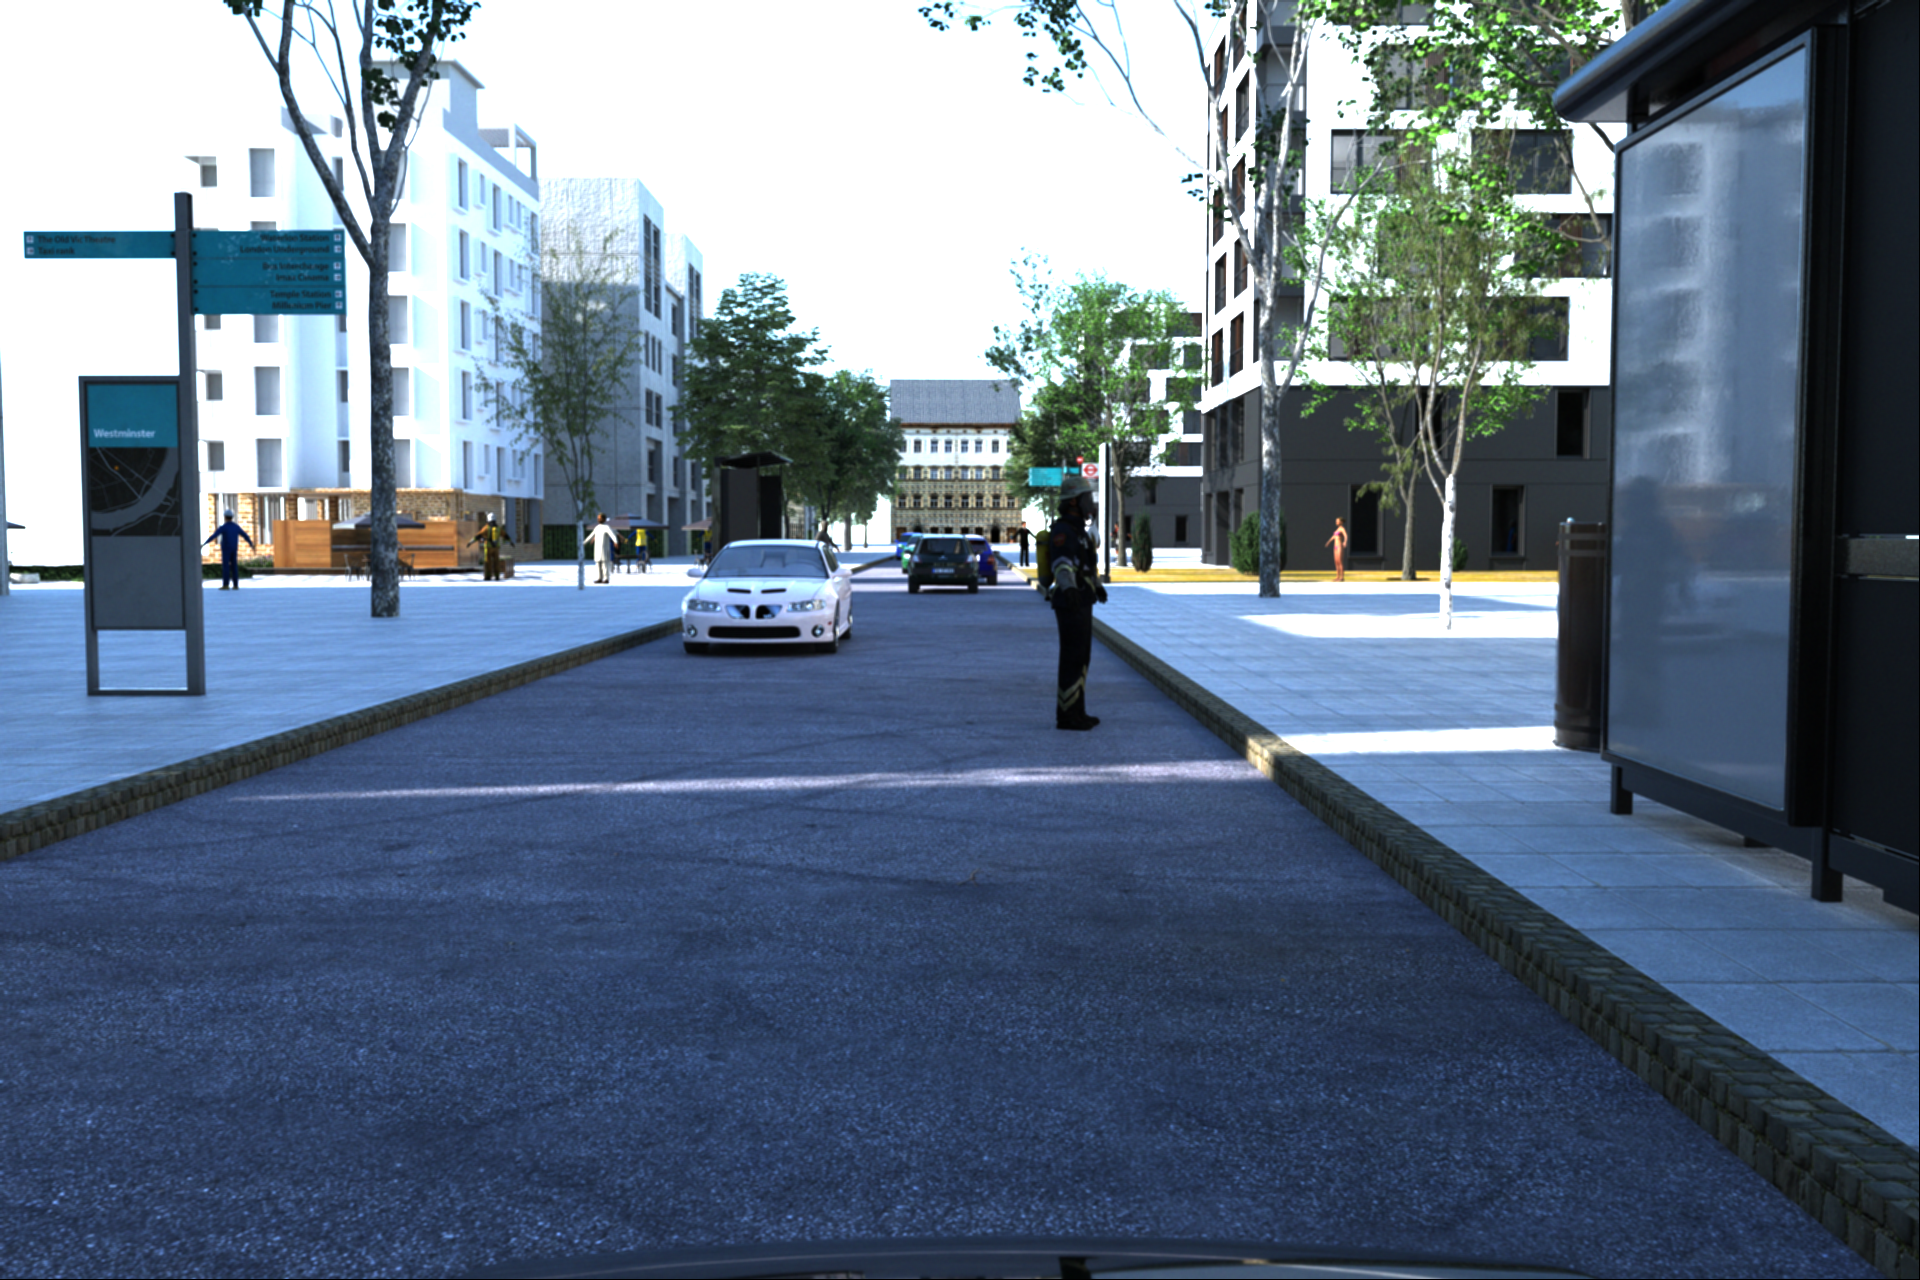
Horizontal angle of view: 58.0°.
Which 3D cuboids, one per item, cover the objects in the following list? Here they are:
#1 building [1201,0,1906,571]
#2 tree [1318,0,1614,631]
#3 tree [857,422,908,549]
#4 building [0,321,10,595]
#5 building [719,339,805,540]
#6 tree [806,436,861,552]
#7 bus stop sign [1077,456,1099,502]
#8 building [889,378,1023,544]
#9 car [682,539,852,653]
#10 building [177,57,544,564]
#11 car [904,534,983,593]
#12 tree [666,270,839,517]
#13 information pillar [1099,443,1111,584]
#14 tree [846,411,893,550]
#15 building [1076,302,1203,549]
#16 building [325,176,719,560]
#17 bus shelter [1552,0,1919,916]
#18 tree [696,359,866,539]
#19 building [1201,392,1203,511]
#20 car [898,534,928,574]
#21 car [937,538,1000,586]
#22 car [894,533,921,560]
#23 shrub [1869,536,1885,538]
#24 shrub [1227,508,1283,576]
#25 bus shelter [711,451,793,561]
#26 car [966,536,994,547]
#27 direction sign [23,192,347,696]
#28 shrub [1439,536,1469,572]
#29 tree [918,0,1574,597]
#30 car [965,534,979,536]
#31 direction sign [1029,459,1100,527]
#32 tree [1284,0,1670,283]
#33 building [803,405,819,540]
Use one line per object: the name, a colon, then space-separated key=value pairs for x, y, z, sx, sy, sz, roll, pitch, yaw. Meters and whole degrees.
building: x=24.220 y=-14.166 z=75.590 sx=27.936 sy=21.610 sz=32.646 roll=0 pitch=3 yaw=0
tree: x=6.296 y=-4.420 z=22.623 sx=4.360 sy=8.622 sz=3.978 roll=0 pitch=3 yaw=0
tree: x=-8.360 y=-13.818 z=151.686 sx=9.928 sy=11.665 sz=9.643 roll=0 pitch=3 yaw=0
building: x=-28.517 y=-9.412 z=20.341 sx=16.747 sy=18.905 sz=31.486 roll=0 pitch=4 yaw=0
building: x=-26.550 y=-21.439 z=181.448 sx=19.493 sy=23.208 sz=18.063 roll=0 pitch=4 yaw=1
tree: x=-8.750 y=-10.281 z=118.451 sx=4.737 sy=8.622 sz=4.395 roll=0 pitch=3 yaw=0
bus stop sign: x=4.337 y=-4.328 z=59.468 sx=0.855 sy=3.939 sz=0.416 roll=0 pitch=4 yaw=0
building: x=-0.859 y=-25.072 z=243.308 sx=18.063 sy=23.208 sz=19.493 roll=0 pitch=4 yaw=-3
car: x=-2.401 y=-0.611 z=22.353 sx=2.083 sy=1.381 sz=4.827 roll=0 pitch=4 yaw=0
building: x=-25.102 y=-13.074 z=70.185 sx=16.016 sy=20.090 sz=11.380 roll=0 pitch=4 yaw=1
car: x=-0.411 y=-2.046 z=43.234 sx=2.009 sy=1.686 sz=4.222 roll=0 pitch=4 yaw=0
tree: x=-9.018 y=-9.599 z=75.078 sx=7.486 sy=12.596 sz=7.792 roll=0 pitch=3 yaw=0
information pillar: x=3.791 y=-3.301 z=45.289 sx=0.184 sy=3.620 sz=1.656 roll=0 pitch=4 yaw=0
tree: x=-8.682 y=-12.993 z=138.182 sx=9.928 sy=11.665 sz=9.643 roll=0 pitch=3 yaw=0
building: x=25.069 y=-19.877 z=168.965 sx=27.936 sy=21.610 sz=32.646 roll=0 pitch=4 yaw=1
building: x=-24.477 y=-14.386 z=101.671 sx=16.747 sy=18.905 sz=31.486 roll=0 pitch=4 yaw=-1
bus shelter: x=3.792 y=-1.758 z=6.372 sx=2.179 sy=5.291 sz=8.768 roll=0 pitch=3 yaw=0
tree: x=-8.771 y=-9.362 z=87.473 sx=8.767 sy=10.594 sz=7.601 roll=-2 pitch=4 yaw=-31
building: x=23.383 y=-16.696 z=129.399 sx=16.016 sy=20.090 sz=11.380 roll=0 pitch=4 yaw=0
car: x=-1.181 y=-3.189 z=63.942 sx=2.131 sy=1.459 sz=4.920 roll=0 pitch=4 yaw=0
car: x=0.180 y=-2.259 z=49.522 sx=1.945 sy=1.354 sz=3.894 roll=0 pitch=3 yaw=0
car: x=-2.660 y=-5.302 z=96.272 sx=1.945 sy=1.707 sz=3.694 roll=0 pitch=4 yaw=0
shrub: x=29.051 y=-3.157 z=56.036 sx=1.690 sy=2.028 sz=1.600 roll=0 pitch=3 yaw=0
shrub: x=9.089 y=-3.013 z=53.300 sx=1.661 sy=2.075 sz=1.752 roll=0 pitch=3 yaw=0
bus shelter: x=-6.181 y=-3.725 z=52.189 sx=1.731 sy=3.624 sz=6.357 roll=0 pitch=4 yaw=0
car: x=0.342 y=-3.576 z=70.828 sx=2.083 sy=1.381 sz=4.827 roll=0 pitch=4 yaw=1
direction sign: x=-6.070 y=-1.557 z=14.220 sx=2.525 sy=3.948 sz=1.411 roll=0 pitch=4 yaw=1
shrub: x=16.691 y=-2.899 z=58.514 sx=1.383 sy=1.207 sz=1.383 roll=0 pitch=3 yaw=0
tree: x=5.473 y=-10.855 z=33.372 sx=12.611 sy=20.169 sz=13.585 roll=0 pitch=3 yaw=0
car: x=0.492 y=-5.431 z=100.796 sx=2.014 sy=1.417 sz=4.499 roll=0 pitch=4 yaw=0
direction sign: x=3.730 y=-4.449 z=61.500 sx=2.525 sy=3.948 sz=1.411 roll=0 pitch=3 yaw=0
tree: x=6.610 y=-5.497 z=15.636 sx=9.928 sy=11.665 sz=9.643 roll=0 pitch=3 yaw=0
building: x=-26.858 y=-20.909 z=208.322 sx=16.747 sy=18.905 sz=31.486 roll=0 pitch=4 yaw=1
